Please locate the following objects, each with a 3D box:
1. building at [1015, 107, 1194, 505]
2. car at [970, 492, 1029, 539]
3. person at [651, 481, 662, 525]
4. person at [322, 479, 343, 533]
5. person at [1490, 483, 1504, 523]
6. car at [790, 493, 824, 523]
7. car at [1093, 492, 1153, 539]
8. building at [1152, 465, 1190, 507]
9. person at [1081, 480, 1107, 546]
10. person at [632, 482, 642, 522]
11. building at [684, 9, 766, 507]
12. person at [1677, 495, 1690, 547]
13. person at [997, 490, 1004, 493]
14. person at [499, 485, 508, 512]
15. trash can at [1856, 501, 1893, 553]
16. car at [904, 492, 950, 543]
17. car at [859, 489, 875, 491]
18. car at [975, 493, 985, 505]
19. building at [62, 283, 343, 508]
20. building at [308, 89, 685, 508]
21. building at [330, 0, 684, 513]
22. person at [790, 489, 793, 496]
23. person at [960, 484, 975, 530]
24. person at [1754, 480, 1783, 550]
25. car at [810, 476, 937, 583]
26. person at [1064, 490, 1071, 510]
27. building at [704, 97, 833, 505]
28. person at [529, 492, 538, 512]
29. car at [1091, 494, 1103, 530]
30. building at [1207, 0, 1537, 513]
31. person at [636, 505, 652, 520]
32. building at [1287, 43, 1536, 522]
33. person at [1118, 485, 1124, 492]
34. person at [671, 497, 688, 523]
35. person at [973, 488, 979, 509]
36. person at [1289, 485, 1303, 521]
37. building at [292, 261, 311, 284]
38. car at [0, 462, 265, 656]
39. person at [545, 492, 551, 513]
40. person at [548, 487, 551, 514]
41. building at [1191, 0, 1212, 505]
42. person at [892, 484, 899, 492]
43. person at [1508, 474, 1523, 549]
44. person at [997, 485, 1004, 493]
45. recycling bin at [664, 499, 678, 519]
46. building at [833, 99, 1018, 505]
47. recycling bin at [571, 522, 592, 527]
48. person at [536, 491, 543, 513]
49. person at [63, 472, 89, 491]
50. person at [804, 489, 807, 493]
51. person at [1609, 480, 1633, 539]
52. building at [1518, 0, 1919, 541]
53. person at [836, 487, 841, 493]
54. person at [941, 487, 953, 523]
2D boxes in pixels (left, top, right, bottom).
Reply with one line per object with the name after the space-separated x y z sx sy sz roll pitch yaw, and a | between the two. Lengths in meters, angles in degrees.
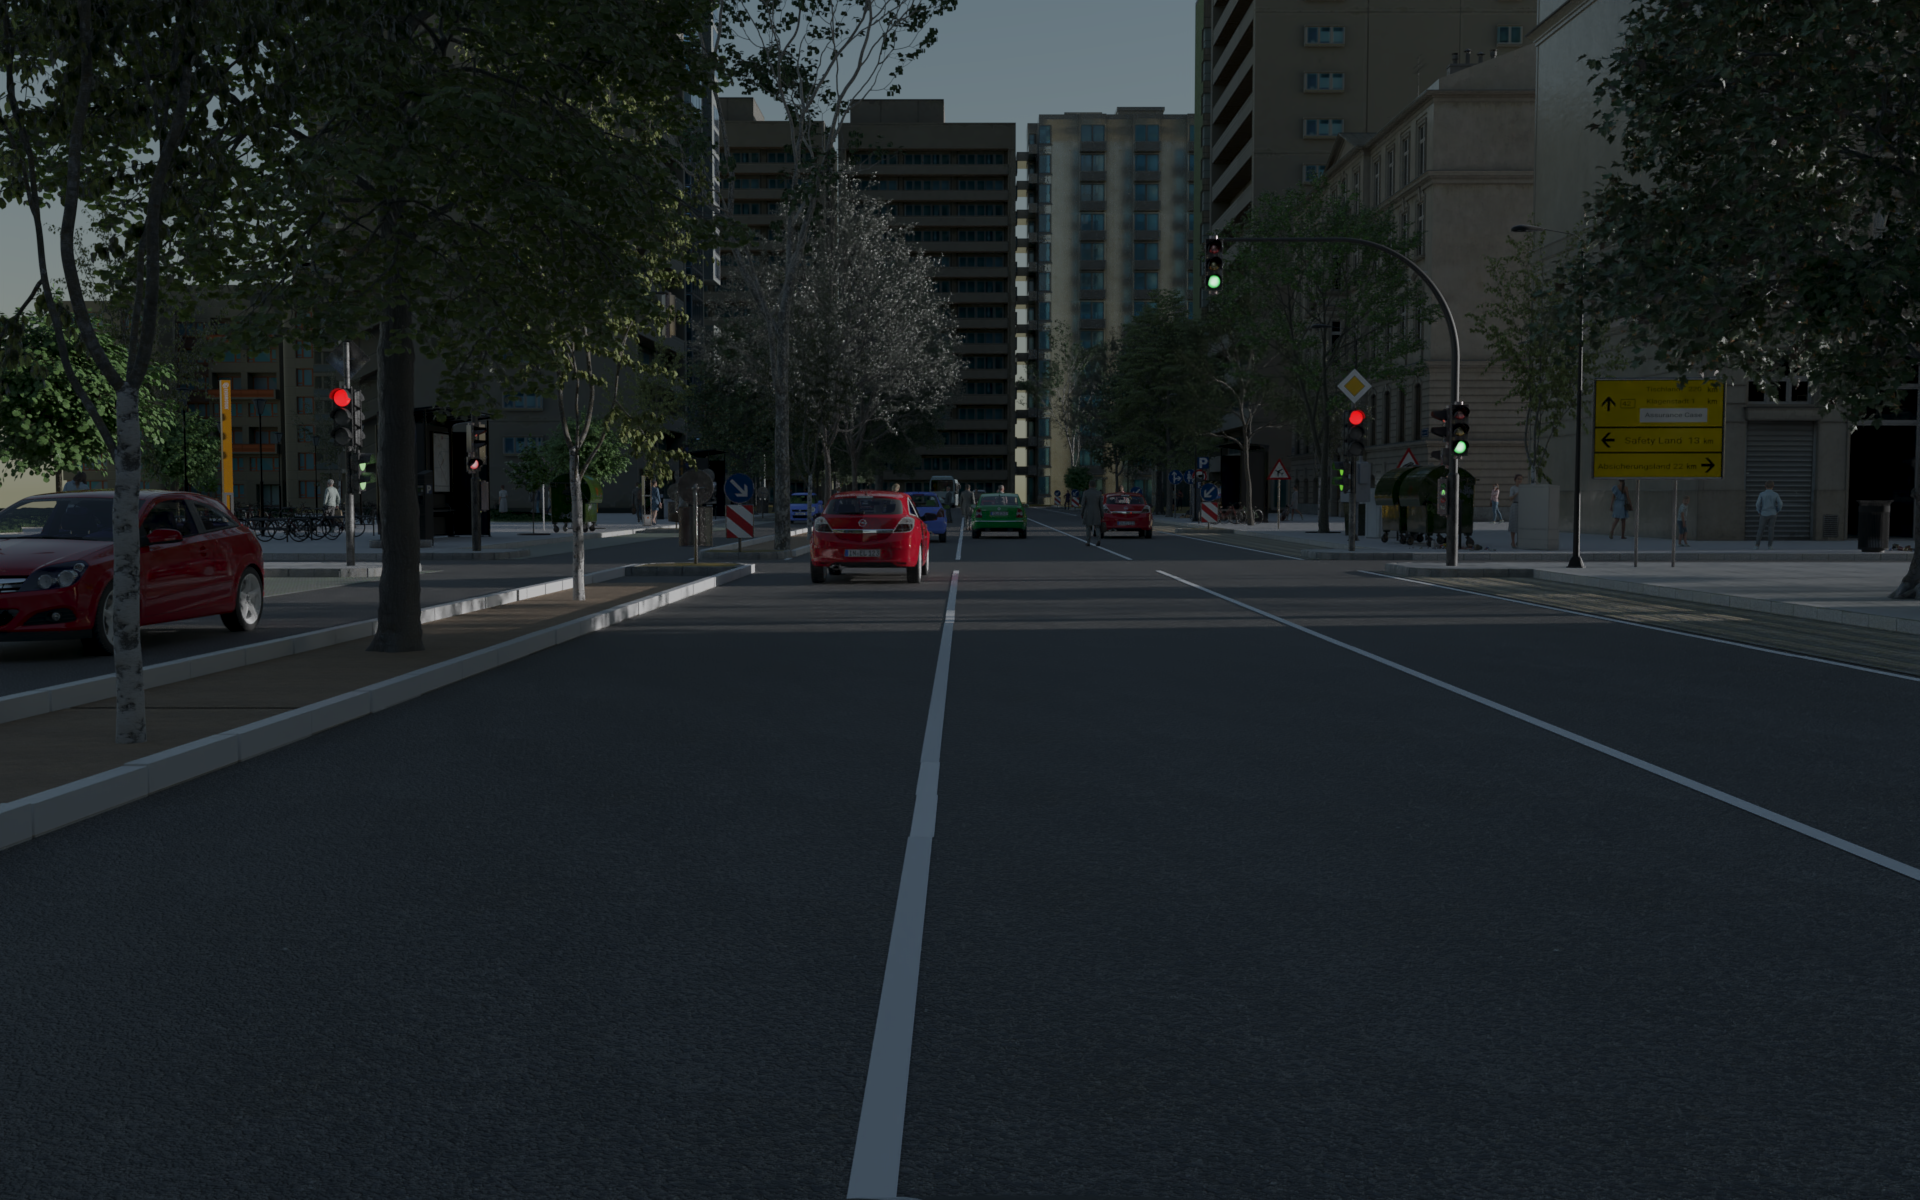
22.164 -36.537 216.981 30.456 49.044 23.786 0 4 0 | building
1.306 -2.952 57.062 1.959 1.807 4.718 0 4 2 | car
-12.592 -3.979 71.123 0.581 1.822 0.654 1 4 21 | person
-20.840 -3.123 57.590 0.515 1.767 0.782 1 4 18 | person
23.419 -4.216 75.571 0.643 1.750 0.593 1 4 10 | person
-7.564 -4.537 83.776 1.945 1.707 3.694 0 4 0 | car
5.335 -2.944 57.182 2.155 1.783 4.494 0 4 2 | car
31.344 -52.117 164.790 22.319 86.520 31.000 0 4 0 | building
3.649 -2.378 47.480 0.694 1.812 0.767 0 4 -6 | person
-14.546 -4.427 78.392 0.622 1.834 0.822 0 4 -8 | person
-36.083 -52.390 169.245 31.000 86.520 22.319 0 4 0 | building
17.654 -1.926 42.220 0.332 1.250 0.352 -1 4 -20 | person
1.784 -3.896 72.783 0.593 1.750 0.643 0 4 -5 | person
-23.319 -4.999 88.340 0.480 1.755 0.524 -3 5 -43 | person
20.151 -1.623 38.196 0.748 1.137 0.748 0 3 0 | trash can
-1.254 -2.616 52.368 1.945 1.707 3.694 0 4 -1 | car
-6.875 -7.439 130.298 2.281 1.827 5.304 0 4 2 | car
1.667 -5.044 91.508 2.155 1.783 4.494 0 4 0 | car
-66.042 -19.800 168.776 28.899 21.520 27.650 0 4 0 | building
-37.288 -27.858 147.354 32.217 40.220 23.993 0 4 0 | building
-32.071 -30.616 124.267 21.300 48.544 21.600 0 4 0 | building
-13.779 -8.206 141.132 0.541 1.710 0.530 2 4 31 | person
0.350 -3.665 68.521 0.694 1.812 0.767 1 4 14 | person
18.706 -1.971 40.080 0.589 1.601 0.330 2 4 29 | person
-1.477 -1.243 29.359 2.155 1.783 4.494 0 4 1 | car
8.778 -8.201 143.036 0.683 1.767 0.568 -3 5 -40 | person
-26.406 -36.172 215.109 21.600 48.544 21.300 0 4 0 | building
-22.207 -5.146 90.287 0.679 1.850 0.850 3 5 40 | person
5.997 -3.526 67.879 2.015 1.641 3.980 0 4 0 | car
30.223 -30.688 125.456 21.300 48.544 21.600 0 4 0 | building
-15.650 -4.522 85.474 0.738 1.151 1.012 -1 4 -22 | person
26.736 -16.940 96.057 14.460 24.649 34.723 0 4 0 | building
7.037 -4.112 75.736 0.555 1.821 0.388 -1 4 -17 | person
-9.088 -2.956 56.944 0.853 1.813 0.709 -1 4 -11 | person
0.919 -5.755 102.933 0.599 1.781 0.374 -1 4 -20 | person
16.154 -4.679 83.298 0.760 1.731 0.466 -2 4 -23 | person
-73.180 -26.963 212.539 14.107 30.474 14.160 0 4 0 | building
-8.340 -0.469 16.707 2.155 1.783 4.494 0 4 1 | car
-26.092 -6.401 110.618 0.836 1.842 0.656 -2 4 -29 | person
-26.785 -6.545 113.627 0.524 1.755 0.480 -2 4 -24 | person
26.127 -28.129 143.505 14.154 41.232 14.086 0 4 0 | building
-2.296 -3.205 61.088 0.728 1.800 0.709 0 4 1 | person
13.187 -2.092 40.813 0.480 1.755 0.524 -2 4 -24 | person
1.623 -3.545 66.863 0.834 1.777 0.661 -2 4 -24 | person
-15.121 -4.770 90.550 0.722 1.027 0.722 0 4 -7 | recycling bin
-3.868 -36.232 216.092 21.600 48.544 21.300 0 4 0 | building
-14.635 -3.336 67.099 0.722 1.027 0.722 0 4 2 | recycling bin
-25.914 -6.099 106.112 0.721 1.781 0.623 1 4 11 | person
-19.666 -1.968 38.481 0.793 1.790 0.793 1 4 16 | person
-12.582 -8.137 139.902 0.721 1.723 1.217 -3 5 -41 | person
18.732 -2.626 49.066 0.778 1.811 0.616 -3 5 -41 | person
34.421 -13.494 53.907 30.059 22.955 16.112 0 4 0 | building
-6.177 -4.819 87.520 0.641 1.798 0.478 0 4 2 | person
-0.644 -4.696 85.451 0.590 1.801 0.661 -1 4 -13 | person
